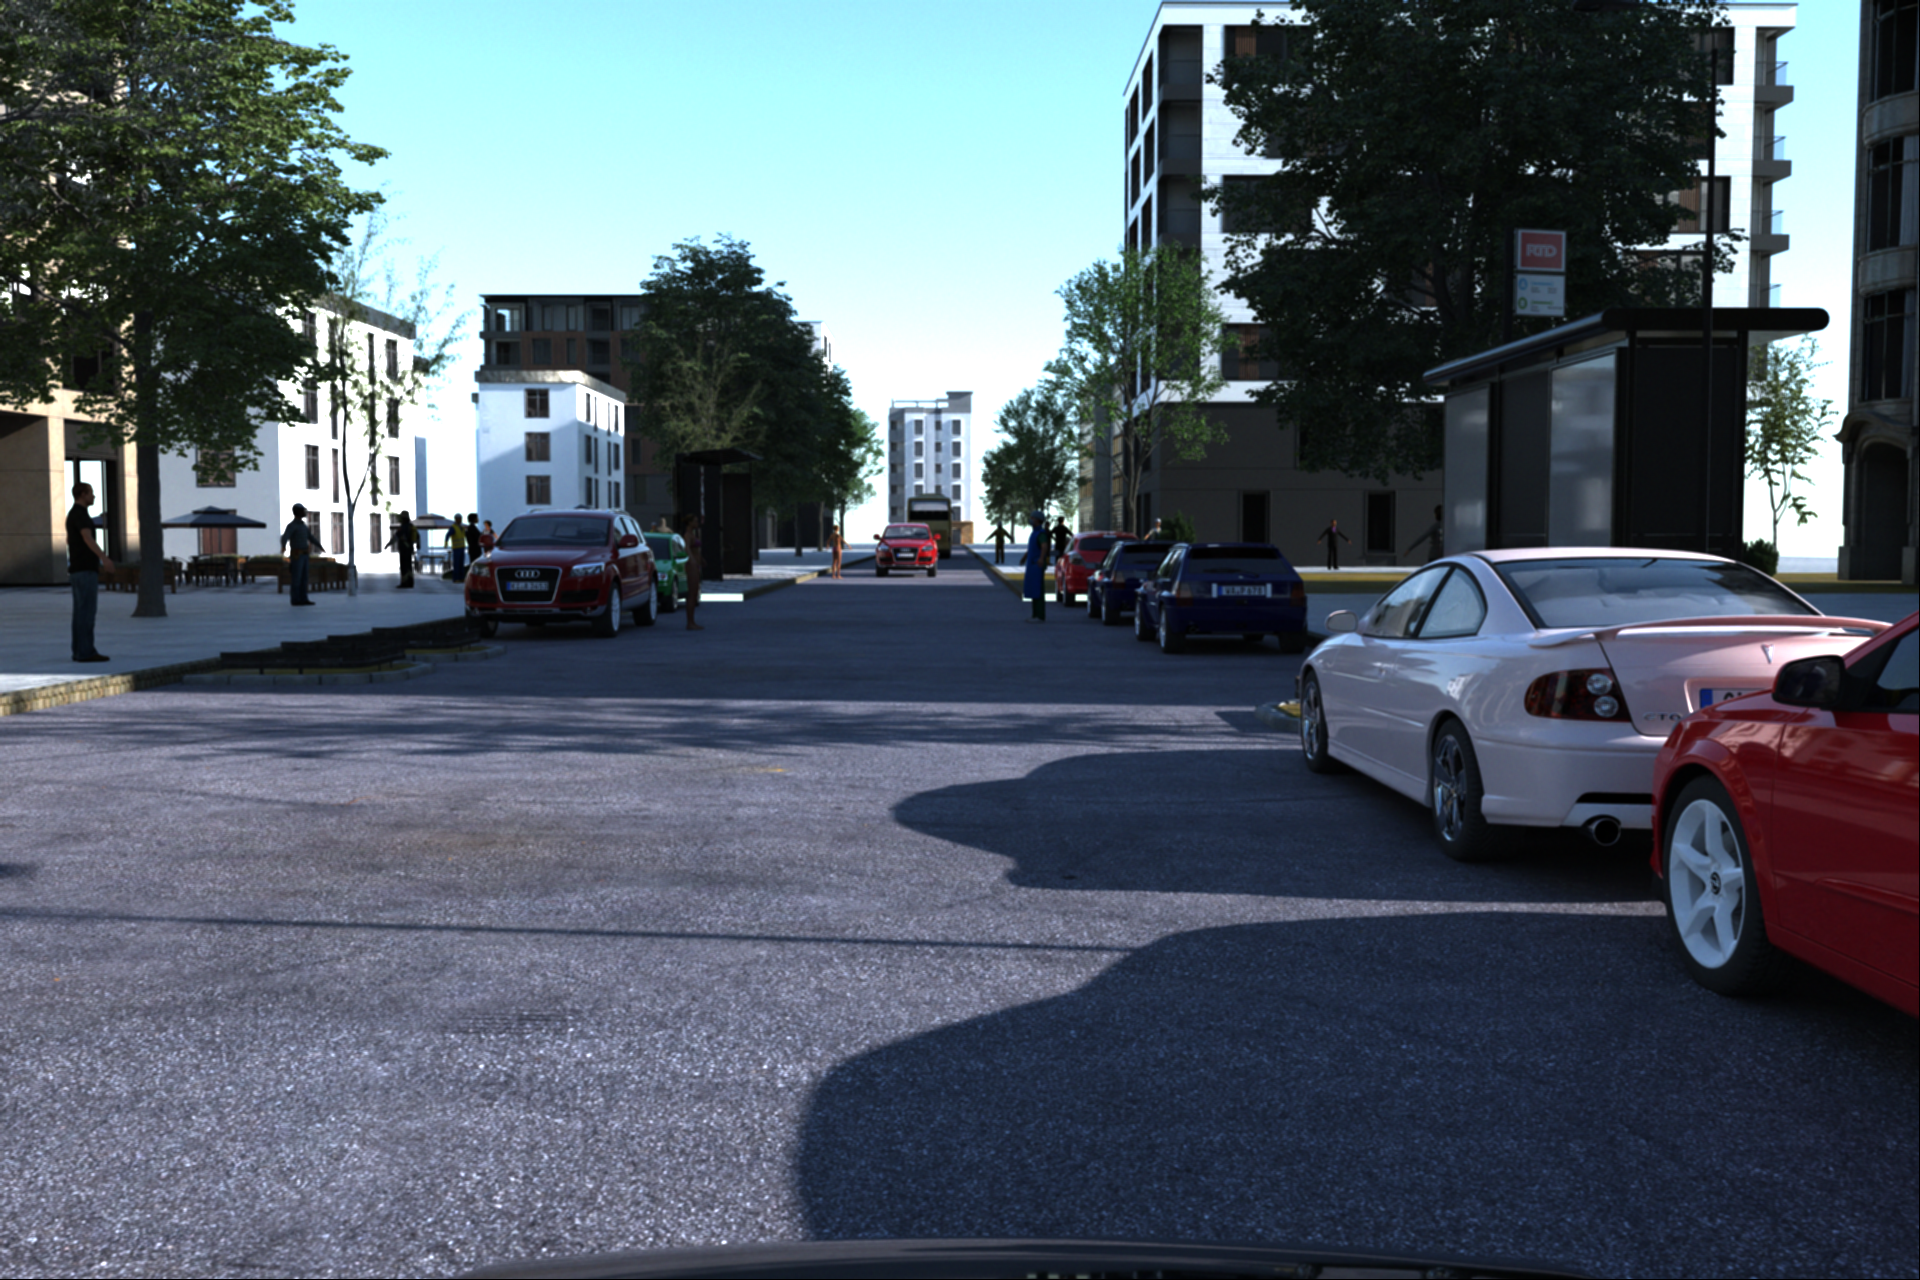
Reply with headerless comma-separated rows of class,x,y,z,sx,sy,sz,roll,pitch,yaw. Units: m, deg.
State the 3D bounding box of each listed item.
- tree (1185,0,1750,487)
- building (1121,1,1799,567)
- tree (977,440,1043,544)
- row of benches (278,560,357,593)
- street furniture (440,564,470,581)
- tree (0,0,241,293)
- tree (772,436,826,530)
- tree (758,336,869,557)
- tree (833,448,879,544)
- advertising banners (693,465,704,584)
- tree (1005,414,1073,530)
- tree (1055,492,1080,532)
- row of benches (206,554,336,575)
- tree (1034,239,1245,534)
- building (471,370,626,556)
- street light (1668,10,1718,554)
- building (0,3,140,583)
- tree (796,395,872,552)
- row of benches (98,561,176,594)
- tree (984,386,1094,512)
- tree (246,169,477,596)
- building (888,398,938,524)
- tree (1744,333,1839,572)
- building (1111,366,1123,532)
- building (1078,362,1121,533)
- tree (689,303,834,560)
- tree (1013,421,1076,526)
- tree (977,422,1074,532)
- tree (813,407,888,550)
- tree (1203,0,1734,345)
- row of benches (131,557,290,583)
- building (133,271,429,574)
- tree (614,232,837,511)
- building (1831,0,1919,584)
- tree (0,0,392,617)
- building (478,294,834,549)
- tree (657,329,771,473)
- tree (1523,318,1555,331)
tree,9.426,-7.692,32.415,9.857,13.997,8.962,0,3,0
building,21.507,-14.638,83.301,27.936,21.610,32.646,0,4,-1
tree,7.179,-19.908,232.151,9.857,13.997,8.962,0,3,0
row of benches,-14.584,-1.461,39.352,1.422,0.672,4.104,0,4,-4
street furniture,-11.922,-2.205,51.679,5.734,0.657,10.072,0,4,2
tree,-12.515,-6.441,15.674,12.009,13.543,11.850,0,3,0
tree,-10.013,-9.557,106.619,4.360,8.622,3.978,0,3,0
tree,-8.870,-11.056,98.898,7.486,12.596,7.792,0,3,0
tree,-16.226,-19.740,233.125,12.009,13.543,11.850,0,3,0
advertising banners,-6.597,-2.899,43.586,0.090,3.025,2.074,0,4,1
tree,5.331,-9.538,106.308,4.360,8.622,3.978,0,3,0
tree,14.974,-17.415,235.090,4.737,8.622,4.395,0,3,0
row of benches,-21.775,-2.390,54.539,4.104,0.672,1.422,0,4,3
tree,6.165,-8.297,61.415,9.928,11.665,9.643,0,3,0
building,-24.389,-9.839,103.013,9.099,9.664,28.070,0,4,-1
street light,7.064,-2.604,15.118,1.470,5.913,1.316,0,4,0
building,-31.519,-13.774,28.406,19.350,26.588,34.151,0,4,0
tree,-10.153,-12.292,126.737,9.928,11.665,9.643,0,3,0
row of benches,-18.393,-1.413,38.571,1.422,0.672,4.104,-3,5,-41
tree,5.531,-11.871,119.844,9.928,11.665,9.643,0,3,0
tree,-12.865,-5.222,35.738,4.360,8.622,3.978,0,3,0
building,-9.330,-22.865,232.715,11.380,20.090,16.016,0,4,-3
tree,26.459,-6.476,56.238,4.737,8.622,4.395,0,3,0
building,24.148,-20.133,160.111,19.493,23.208,18.063,0,4,0
building,22.311,-21.316,179.437,19.493,23.208,18.063,0,4,-1
tree,-10.018,-10.204,84.958,7.486,12.596,7.792,0,3,0
tree,5.247,-9.902,112.255,4.737,8.622,4.395,0,3,0
tree,5.681,-12.437,137.765,7.601,10.594,8.767,3,4,36
tree,-9.435,-13.132,140.470,9.928,11.665,9.643,0,3,0
tree,12.933,-11.620,45.869,12.611,20.169,13.585,0,3,0
row of benches,-19.539,-1.835,45.467,4.104,0.672,1.422,0,4,-1
building,-26.296,-7.788,69.480,9.099,9.664,28.070,0,3,0
tree,-9.707,-10.196,73.354,9.857,13.997,8.962,0,3,0
building,29.002,-12.878,27.201,14.369,24.946,33.146,0,4,0
tree,-12.839,-6.653,26.908,7.486,12.596,7.792,0,3,0
building,-27.057,-19.585,164.182,27.936,21.610,32.646,0,3,0
tree,-9.634,-6.895,63.088,4.360,8.622,3.978,0,3,0
tree,19.161,-6.521,56.974,4.360,8.622,3.978,0,3,0
